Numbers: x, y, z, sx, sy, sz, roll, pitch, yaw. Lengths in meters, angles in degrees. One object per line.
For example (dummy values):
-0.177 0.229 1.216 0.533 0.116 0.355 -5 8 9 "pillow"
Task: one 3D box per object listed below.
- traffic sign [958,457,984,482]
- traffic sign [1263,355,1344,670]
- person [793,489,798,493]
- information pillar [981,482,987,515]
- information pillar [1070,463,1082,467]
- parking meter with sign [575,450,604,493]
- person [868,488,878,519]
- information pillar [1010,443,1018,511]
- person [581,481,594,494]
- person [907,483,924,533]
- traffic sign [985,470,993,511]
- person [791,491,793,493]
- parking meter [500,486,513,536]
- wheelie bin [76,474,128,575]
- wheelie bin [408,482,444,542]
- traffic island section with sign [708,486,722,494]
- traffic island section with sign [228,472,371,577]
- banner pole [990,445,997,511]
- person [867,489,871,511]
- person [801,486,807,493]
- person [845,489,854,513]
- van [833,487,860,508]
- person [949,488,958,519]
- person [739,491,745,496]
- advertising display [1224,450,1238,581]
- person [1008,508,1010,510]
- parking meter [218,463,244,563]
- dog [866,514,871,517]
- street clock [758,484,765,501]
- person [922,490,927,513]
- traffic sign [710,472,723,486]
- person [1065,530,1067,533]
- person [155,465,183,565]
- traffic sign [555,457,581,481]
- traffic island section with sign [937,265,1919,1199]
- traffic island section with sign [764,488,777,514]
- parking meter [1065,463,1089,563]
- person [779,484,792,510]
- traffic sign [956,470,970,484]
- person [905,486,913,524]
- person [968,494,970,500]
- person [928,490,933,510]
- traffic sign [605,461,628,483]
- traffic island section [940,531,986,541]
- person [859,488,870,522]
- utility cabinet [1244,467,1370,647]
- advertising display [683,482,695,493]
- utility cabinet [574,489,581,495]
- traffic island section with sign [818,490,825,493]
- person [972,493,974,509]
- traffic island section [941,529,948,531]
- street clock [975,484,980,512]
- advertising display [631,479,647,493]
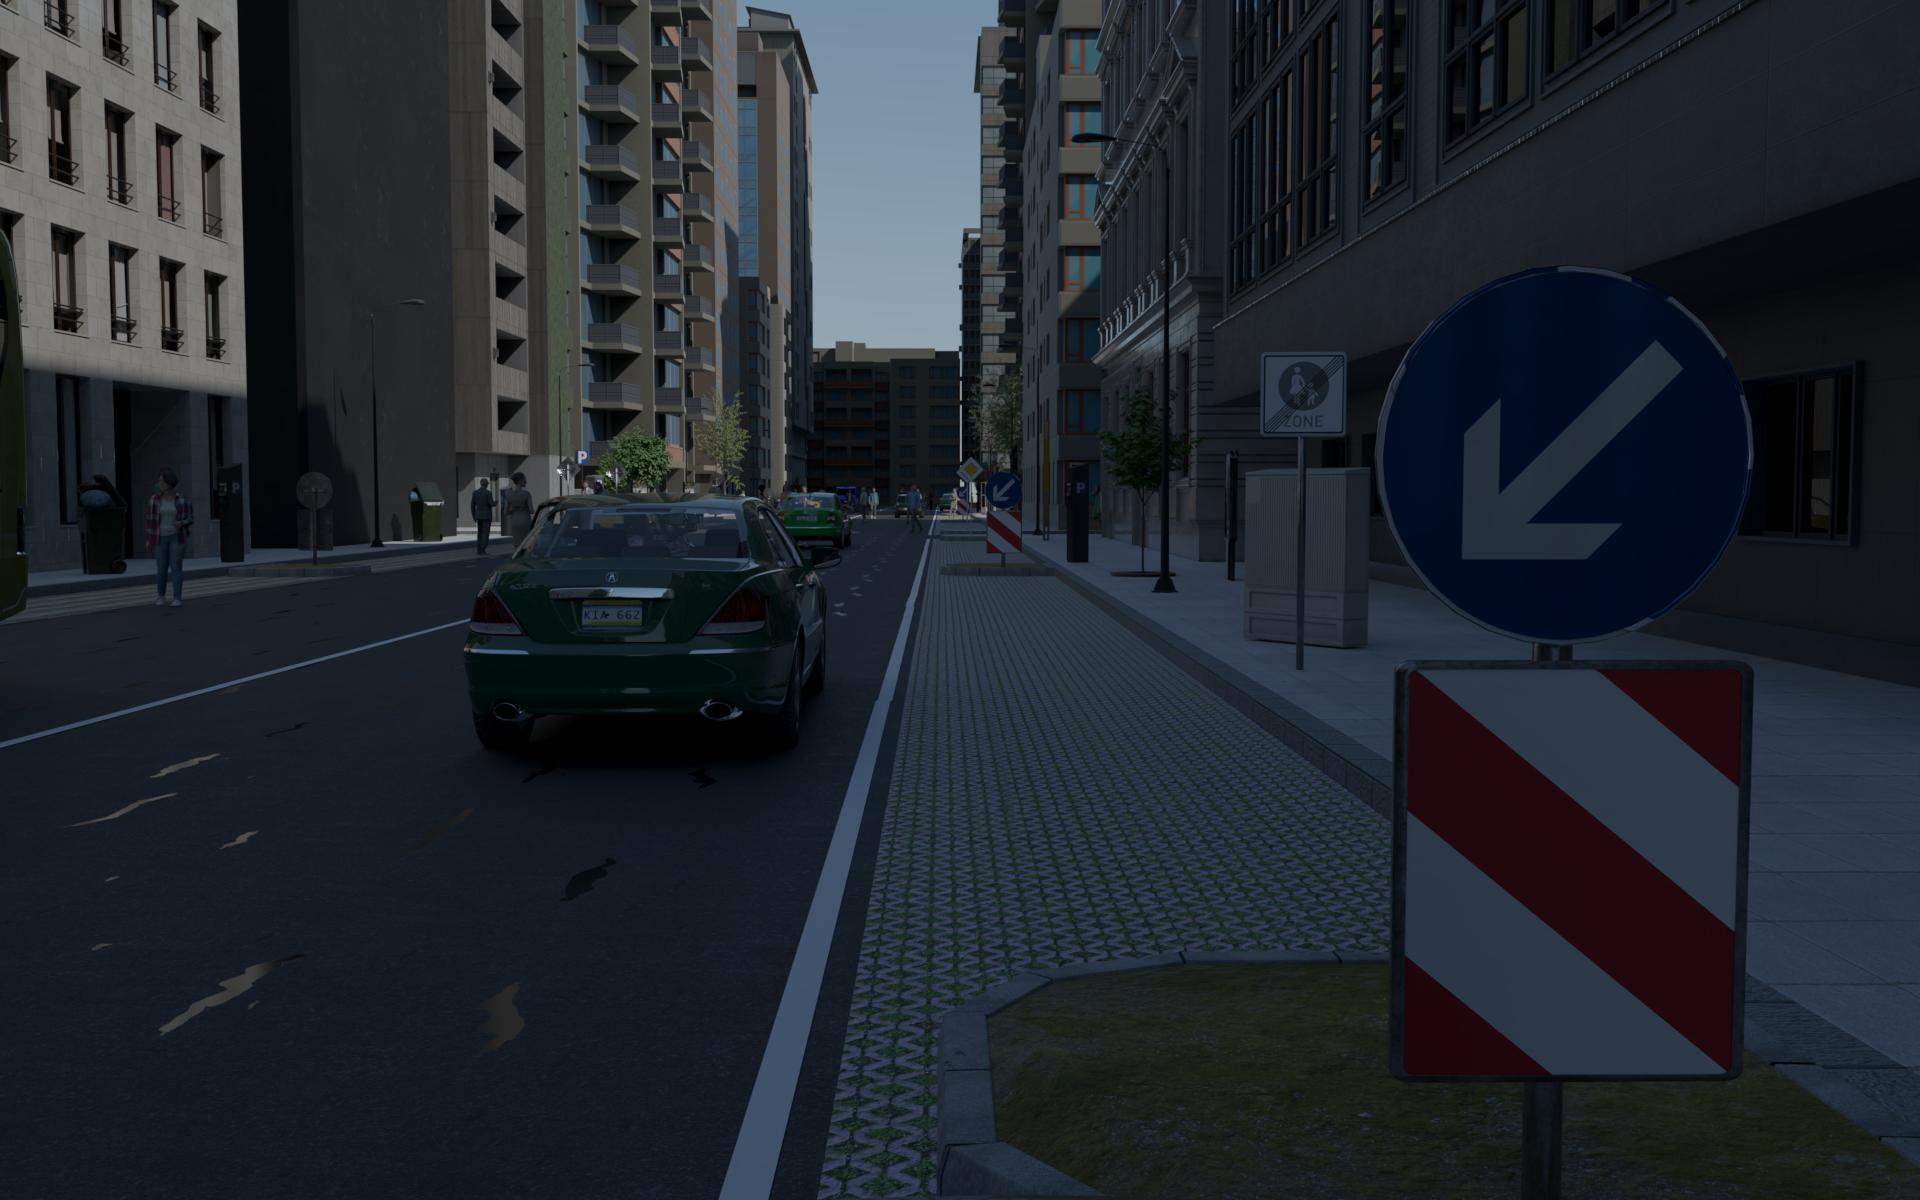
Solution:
0.367 -3.150 53.685 0.795 2.593 0.064 0 4 -1 "traffic sign"
2.477 -0.638 12.565 0.606 2.300 0.079 0 4 4 "traffic sign"
-15.306 -9.465 161.341 0.990 1.755 0.434 2 4 25 "person"
1.503 -6.313 107.706 0.304 2.012 0.304 1 4 19 "information pillar"
2.782 -2.237 41.072 0.304 2.012 0.304 1 4 13 "information pillar"
-14.505 -4.430 68.698 1.738 3.016 0.543 3 5 43 "parking meter with sign"
-5.026 -5.608 100.526 0.601 1.785 0.444 -1 4 -10 "person"
2.473 -5.380 79.313 0.183 3.616 0.504 3 5 39 "information pillar"
-14.069 -3.611 65.357 0.678 1.792 0.850 1 4 19 "person"
-1.611 -3.379 63.614 0.748 1.841 0.638 -2 4 -24 "person"
1.682 -5.502 90.063 0.768 2.556 0.104 0 4 3 "traffic sign"
-17.898 -10.755 182.685 0.742 1.727 0.445 1 4 19 "person"
-13.813 -2.713 52.762 0.372 1.533 0.369 0 3 0 "parking meter"
-13.779 -1.216 27.792 0.693 1.594 0.980 -3 4 -39 "wheelie bin"
-14.345 -2.357 46.452 0.693 1.594 0.980 3 4 36 "wheelie bin"
-12.186 -4.746 86.226 1.989 1.847 2.006 0 4 -1 "traffic island section with sign"
-11.578 -1.346 30.639 1.989 1.847 2.006 0 4 -1 "traffic island section with sign"
1.691 -6.053 88.989 0.401 3.779 0.863 -2 4 -28 "banner pole"
-7.352 -8.021 139.578 1.348 1.831 0.705 -1 4 -23 "person"
-5.877 -3.352 64.148 0.643 1.720 0.563 0 4 8 "person"
-8.317 -7.507 131.217 0.794 1.824 0.713 0 4 5 "person"
-9.458 -8.567 144.450 2.240 2.365 5.245 0 4 -2 "van"
-0.373 -5.579 100.063 0.599 1.781 0.374 -1 4 -14 "person"
-14.505 -6.520 115.232 0.503 1.515 0.523 0 4 3 "person"
4.052 -1.265 25.900 0.123 1.923 0.974 0 4 4 "advertising display"
3.984 -8.048 138.408 1.217 1.735 0.721 -3 5 -44 "person"
-13.678 -1.638 32.491 0.255 1.863 0.399 2 4 24 "parking meter"
-5.855 -5.565 110.269 0.406 0.507 0.540 1 4 20 "dog"
-14.970 -7.727 130.908 0.471 2.002 0.358 1 4 18 "street clock"
-2.654 -7.322 129.210 0.522 1.701 0.512 3 5 41 "person"
-14.350 -6.230 101.969 0.768 2.556 0.104 0 4 6 "traffic sign"
3.687 -2.945 54.292 0.767 1.812 0.694 0 4 2 "person"
-13.902 -1.474 30.390 0.529 1.795 0.600 2 4 26 "person"
-12.127 -3.142 53.569 0.795 2.593 0.064 0 4 -1 "traffic sign"
0.944 0.295 3.809 1.989 1.847 2.006 0 4 -1 "traffic island section with sign"
-12.473 -6.395 113.179 1.989 1.847 2.006 0 4 -1 "traffic island section with sign"
2.192 -1.632 32.400 0.399 1.863 0.255 -1 4 -21 "parking meter"
-7.010 -3.732 69.532 0.555 1.821 0.388 -1 4 -20 "person"
0.279 -3.638 61.669 0.795 2.593 0.064 0 4 -1 "traffic sign"
-2.361 -4.619 84.113 0.635 1.810 0.391 -1 4 -12 "person"
1.009 -11.177 189.311 0.721 1.766 1.217 0 4 1 "person"
-2.634 -8.949 154.957 0.705 1.807 1.348 -1 4 -20 "person"
-12.214 -3.631 61.553 0.795 2.593 0.064 0 4 -1 "traffic sign"
0.390 -1.926 53.768 2.009 0.180 2.903 0 4 -1 "traffic island section"
-4.854 -4.863 88.488 0.515 1.767 0.782 2 4 26 "person"
2.937 -0.373 14.780 0.318 1.500 1.173 -2 4 -34 "utility cabinet"
-14.297 -5.265 91.290 0.123 1.923 0.974 1 4 23 "advertising display"
-17.128 -4.271 78.505 1.173 1.500 0.318 0 4 4 "utility cabinet"
-13.030 -9.494 163.846 1.989 1.847 2.006 0 4 -1 "traffic island section with sign"
1.071 -8.764 152.593 0.557 1.426 1.065 0 4 3 "person"
0.303 -2.414 61.752 2.009 0.180 2.903 0 4 -1 "traffic island section"
1.250 -7.190 122.130 0.358 2.002 0.471 0 4 -5 "street clock"
-14.101 -4.338 76.133 0.123 1.923 0.974 2 4 31 "advertising display"
